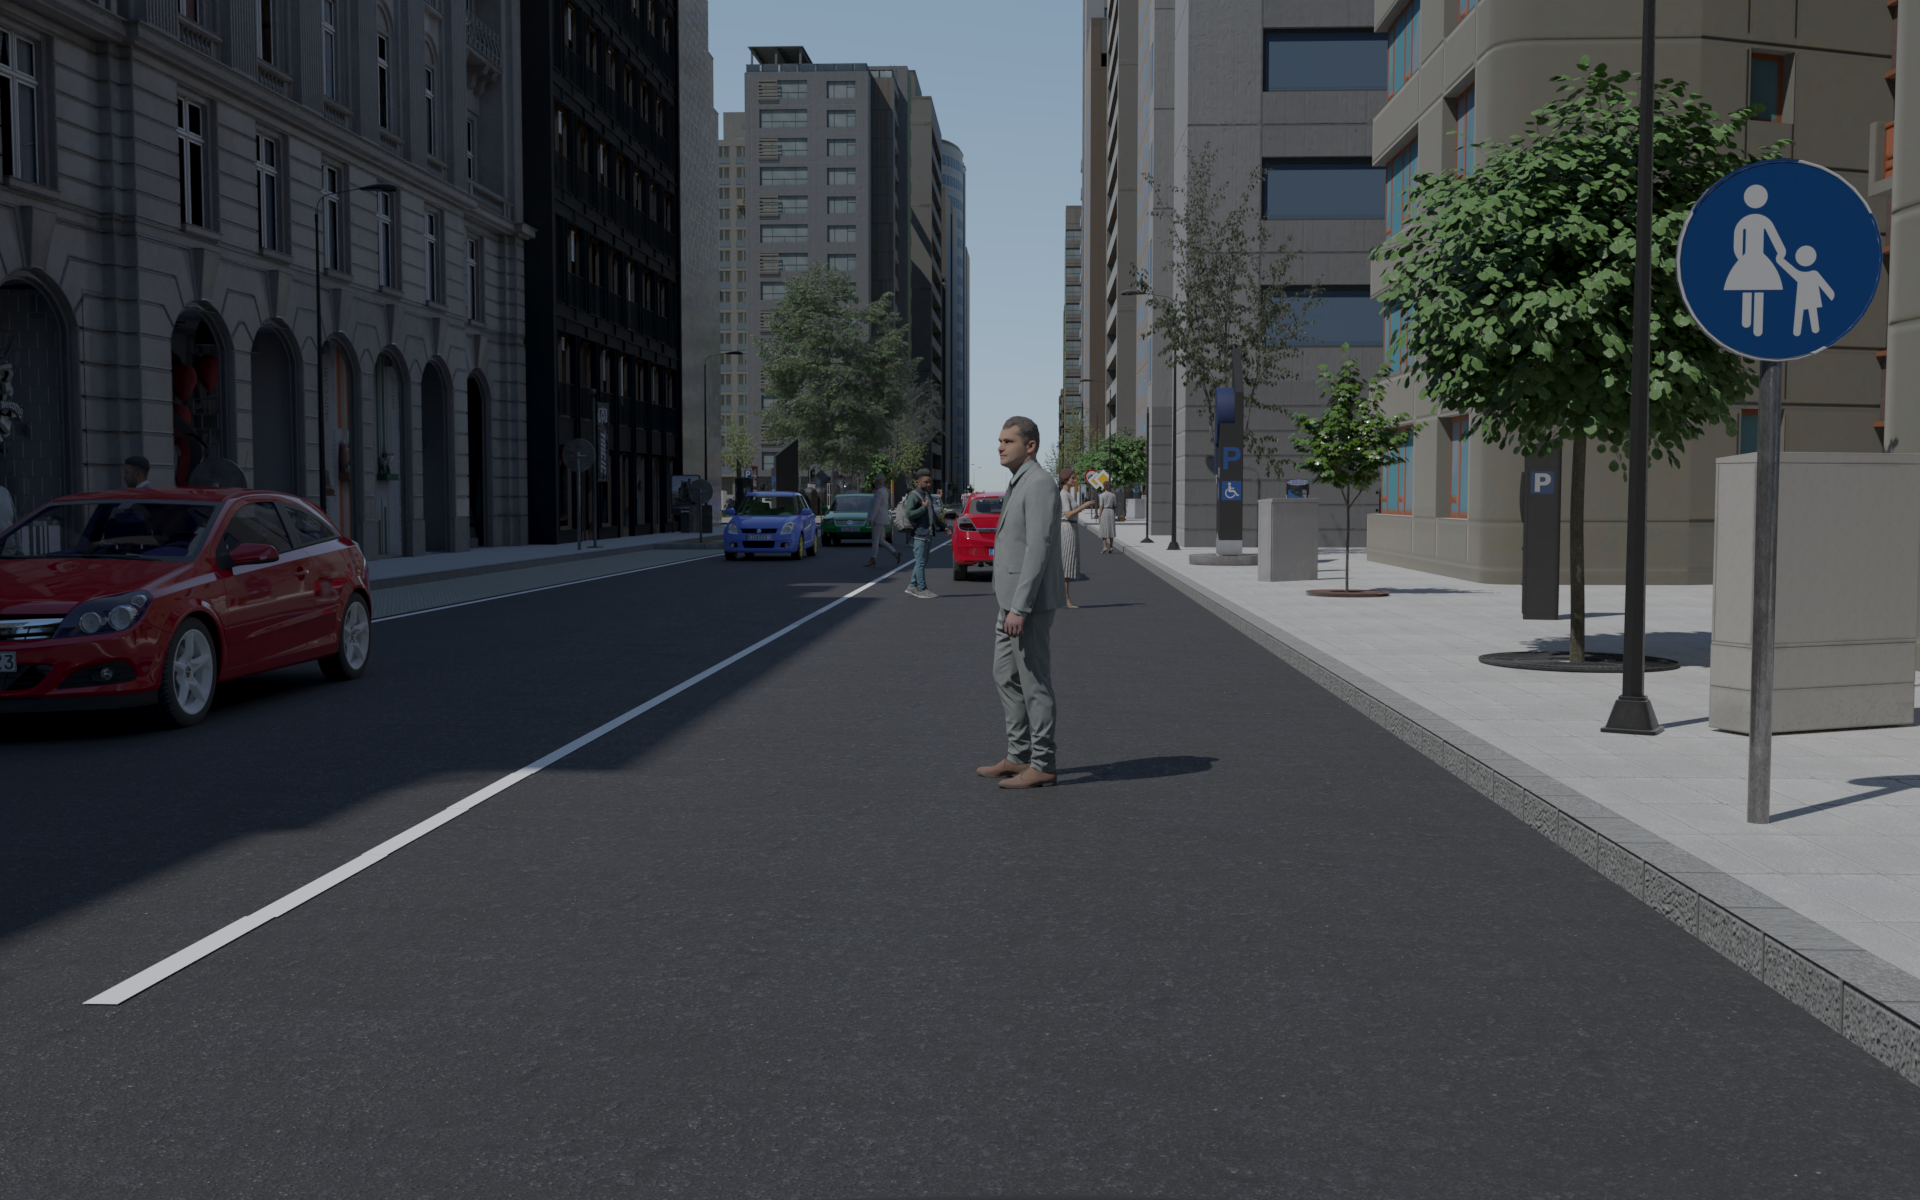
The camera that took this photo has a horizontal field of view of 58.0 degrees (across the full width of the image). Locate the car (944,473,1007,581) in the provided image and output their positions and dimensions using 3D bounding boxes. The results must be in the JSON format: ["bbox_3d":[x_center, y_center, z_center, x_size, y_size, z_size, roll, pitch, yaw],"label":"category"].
[{"bbox_3d":[0.783,-1.285,30.056,2.155,1.783,4.494,0,4,1],"label":"car"}]

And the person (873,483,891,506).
[{"bbox_3d":[-2.556,-2.885,55.851,0.592,1.802,0.473,3,5,44],"label":"person"}]

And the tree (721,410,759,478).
[{"bbox_3d":[-19.258,-12.250,150.646,4.737,8.622,4.395,0,3,0],"label":"tree"}]

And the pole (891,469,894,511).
[{"bbox_3d":[-5.053,-8.304,129.612,0.158,3.312,0.155,0,3,0],"label":"pole"}]

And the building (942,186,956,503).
[{"bbox_3d":[-8.580,-36.399,245.240,14.600,45.320,14.200,0,4,2],"label":"building"}]

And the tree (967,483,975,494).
[{"bbox_3d":[1.740,-17.986,288.664,1.663,3.219,1.824,0,3,0],"label":"tree"}]

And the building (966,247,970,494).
[{"bbox_3d":[-5.455,-39.948,303.266,14.600,45.320,14.200,0,4,2],"label":"building"}]

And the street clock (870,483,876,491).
[{"bbox_3d":[-5.614,-6.650,113.296,0.471,2.002,0.358,3,5,45],"label":"street clock"}]

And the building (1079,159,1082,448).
[{"bbox_3d":[25.978,-36.211,211.655,23.786,49.044,30.456,0,4,2],"label":"building"}]

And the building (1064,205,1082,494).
[{"bbox_3d":[21.923,-34.446,246.788,14.154,41.232,14.086,0,4,2],"label":"building"}]

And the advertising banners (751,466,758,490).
[{"bbox_3d":[-12.320,-6.892,108.867,0.090,3.025,2.074,3,5,43],"label":"advertising banners"}]

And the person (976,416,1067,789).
[{"bbox_3d":[0.330,0.005,8.511,0.391,1.810,0.635,-1,4,-11],"label":"person"}]

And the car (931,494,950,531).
[{"bbox_3d":[-1.387,-3.527,67.885,2.015,1.641,3.980,0,4,1],"label":"car"}]

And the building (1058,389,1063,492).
[{"bbox_3d":[30.956,-27.691,297.788,27.650,21.520,28.899,0,4,2],"label":"building"}]

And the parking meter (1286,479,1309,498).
[{"bbox_3d":[5.548,-1.228,28.486,0.372,1.533,0.369,0,3,0],"label":"parking meter"}]

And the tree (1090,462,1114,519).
[{"bbox_3d":[7.421,-5.803,89.473,1.663,3.219,1.824,0,3,0],"label":"tree"}]

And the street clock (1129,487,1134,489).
[{"bbox_3d":[12.508,-7.469,126.688,0.471,2.002,0.358,0,4,-2],"label":"street clock"}]

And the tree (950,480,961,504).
[{"bbox_3d":[-0.935,-14.463,231.064,1.663,3.219,1.824,0,3,0],"label":"tree"}]

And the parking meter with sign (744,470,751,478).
[{"bbox_3d":[-16.117,-8.083,128.410,0.543,3.016,1.738,-2,4,-35],"label":"parking meter with sign"}]

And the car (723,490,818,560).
[{"bbox_3d":[-4.216,-1.785,38.772,1.945,1.707,3.694,0,4,3],"label":"car"}]

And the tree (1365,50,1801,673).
[{"bbox_3d":[4.753,-1.789,12.967,4.285,4.588,4.351,0,3,0],"label":"tree"}]

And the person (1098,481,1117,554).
[{"bbox_3d":[3.536,-2.002,41.796,0.480,1.755,0.524,-1,4,-22],"label":"person"}]

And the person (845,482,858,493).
[{"bbox_3d":[-3.683,-3.127,59.498,0.514,1.842,0.818,-2,4,-23],"label":"person"}]

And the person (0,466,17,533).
[{"bbox_3d":[-7.631,-0.274,13.459,0.515,1.767,0.782,1,4,12],"label":"person"}]

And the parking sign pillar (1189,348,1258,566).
[{"bbox_3d":[4.899,-2.629,31.453,1.447,3.967,1.447,0,4,6],"label":"parking sign pillar"}]

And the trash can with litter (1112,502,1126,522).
[{"bbox_3d":[7.146,-4.205,80.135,1.055,1.170,0.624,-2,4,-29],"label":"trash can with litter"}]

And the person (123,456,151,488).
[{"bbox_3d":[-7.677,-0.465,16.369,0.850,1.792,0.678,-2,4,-27],"label":"person"}]

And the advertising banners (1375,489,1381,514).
[{"bbox_3d":[28.092,-7.276,115.143,0.090,3.025,2.074,2,4,31],"label":"advertising banners"}]

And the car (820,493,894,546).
[{"bbox_3d":[-2.898,-2.473,49.232,1.959,1.807,4.718,0,4,2],"label":"car"}]

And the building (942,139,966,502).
[{"bbox_3d":[-10.106,-45.253,281.879,21.231,58.520,28.212,0,4,2],"label":"building"}]

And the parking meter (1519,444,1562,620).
[{"bbox_3d":[5.924,-0.734,17.704,0.399,1.863,0.255,1,4,17],"label":"parking meter"}]

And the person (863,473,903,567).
[{"bbox_3d":[-1.524,-1.583,34.265,0.818,1.842,0.514,-1,4,-10],"label":"person"}]

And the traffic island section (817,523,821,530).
[{"bbox_3d":[-5.699,-2.972,70.865,2.009,0.180,2.903,0,4,2],"label":"traffic island section"}]

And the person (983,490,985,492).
[{"bbox_3d":[2.449,-10.447,179.322,0.705,1.822,1.348,2,4,29],"label":"person"}]

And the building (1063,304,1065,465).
[{"bbox_3d":[22.585,-30.008,262.323,14.160,30.474,14.107,0,4,2],"label":"building"}]

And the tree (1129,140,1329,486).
[{"bbox_3d":[5.497,-5.248,36.170,4.360,8.622,3.978,0,3,0],"label":"tree"}]

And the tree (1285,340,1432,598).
[{"bbox_3d":[4.867,-1.675,21.982,1.663,3.219,1.824,0,3,0],"label":"tree"}]

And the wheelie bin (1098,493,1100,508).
[{"bbox_3d":[9.844,-6.772,118.634,0.693,1.594,0.980,2,4,30],"label":"wheelie bin"}]

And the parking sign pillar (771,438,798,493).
[{"bbox_3d":[-8.414,-5.793,83.195,1.447,3.967,1.447,-3,5,-40],"label":"parking sign pillar"}]

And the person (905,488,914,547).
[{"bbox_3d":[-1.378,-2.244,46.997,0.330,1.601,0.589,0,4,7],"label":"person"}]

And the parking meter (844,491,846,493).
[{"bbox_3d":[-8.206,-7.140,125.143,0.372,1.533,0.369,0,3,0],"label":"parking meter"}]

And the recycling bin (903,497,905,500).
[{"bbox_3d":[-4.615,-8.608,153.293,0.722,1.027,0.722,-2,4,-31],"label":"recycling bin"}]

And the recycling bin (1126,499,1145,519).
[{"bbox_3d":[9.119,-4.738,90.016,0.722,1.027,0.722,-2,4,-33],"label":"recycling bin"}]

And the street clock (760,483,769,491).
[{"bbox_3d":[-13.070,-6.734,114.663,0.358,2.002,0.471,0,4,7],"label":"street clock"}]

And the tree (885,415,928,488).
[{"bbox_3d":[-4.611,-12.318,151.753,4.737,8.622,4.395,0,3,0],"label":"tree"}]

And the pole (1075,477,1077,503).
[{"bbox_3d":[7.950,-7.642,118.788,0.158,3.312,0.155,0,3,0],"label":"pole"}]

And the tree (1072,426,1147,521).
[{"bbox_3d":[7.968,-6.133,83.983,4.285,4.588,4.351,0,3,0],"label":"tree"}]

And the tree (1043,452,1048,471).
[{"bbox_3d":[13.500,-17.569,237.614,4.737,8.622,4.395,0,3,0],"label":"tree"}]

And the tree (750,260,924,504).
[{"bbox_3d":[-6.765,-11.464,94.097,9.857,13.997,8.962,0,3,0],"label":"tree"}]

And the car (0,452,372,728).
[{"bbox_3d":[-5.581,-0.180,11.978,2.155,1.783,4.494,0,4,1],"label":"car"}]

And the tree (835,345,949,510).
[{"bbox_3d":[-5.479,-13.976,138.880,12.009,13.543,11.850,0,3,0],"label":"tree"}]

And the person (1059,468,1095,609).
[{"bbox_3d":[1.441,-0.773,21.710,0.524,1.755,0.480,0,4,6],"label":"person"}]

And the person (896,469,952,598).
[{"bbox_3d":[-0.521,-0.921,23.910,0.721,1.781,0.623,1,4,15],"label":"person"}]

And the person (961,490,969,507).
[{"bbox_3d":[0.360,-6.204,110.771,0.563,1.720,0.643,0,4,7],"label":"person"}]

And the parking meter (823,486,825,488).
[{"bbox_3d":[-8.879,-6.467,111.439,0.399,1.863,0.255,0,4,2],"label":"parking meter"}]

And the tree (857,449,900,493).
[{"bbox_3d":[-5.854,-8.191,117.633,4.285,4.588,4.351,0,3,0],"label":"tree"}]

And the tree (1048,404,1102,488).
[{"bbox_3d":[9.837,-11.671,141.177,4.737,8.622,4.395,0,3,0],"label":"tree"}]

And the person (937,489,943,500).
[{"bbox_3d":[-1.703,-8.475,147.042,0.580,1.828,0.573,1,4,16],"label":"person"}]

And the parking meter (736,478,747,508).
[{"bbox_3d":[-7.869,-3.470,62.453,0.255,1.863,0.399,1,4,17],"label":"parking meter"}]

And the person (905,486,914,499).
[{"bbox_3d":[-2.541,-4.949,89.264,0.661,1.843,0.795,-2,4,-31],"label":"person"}]
